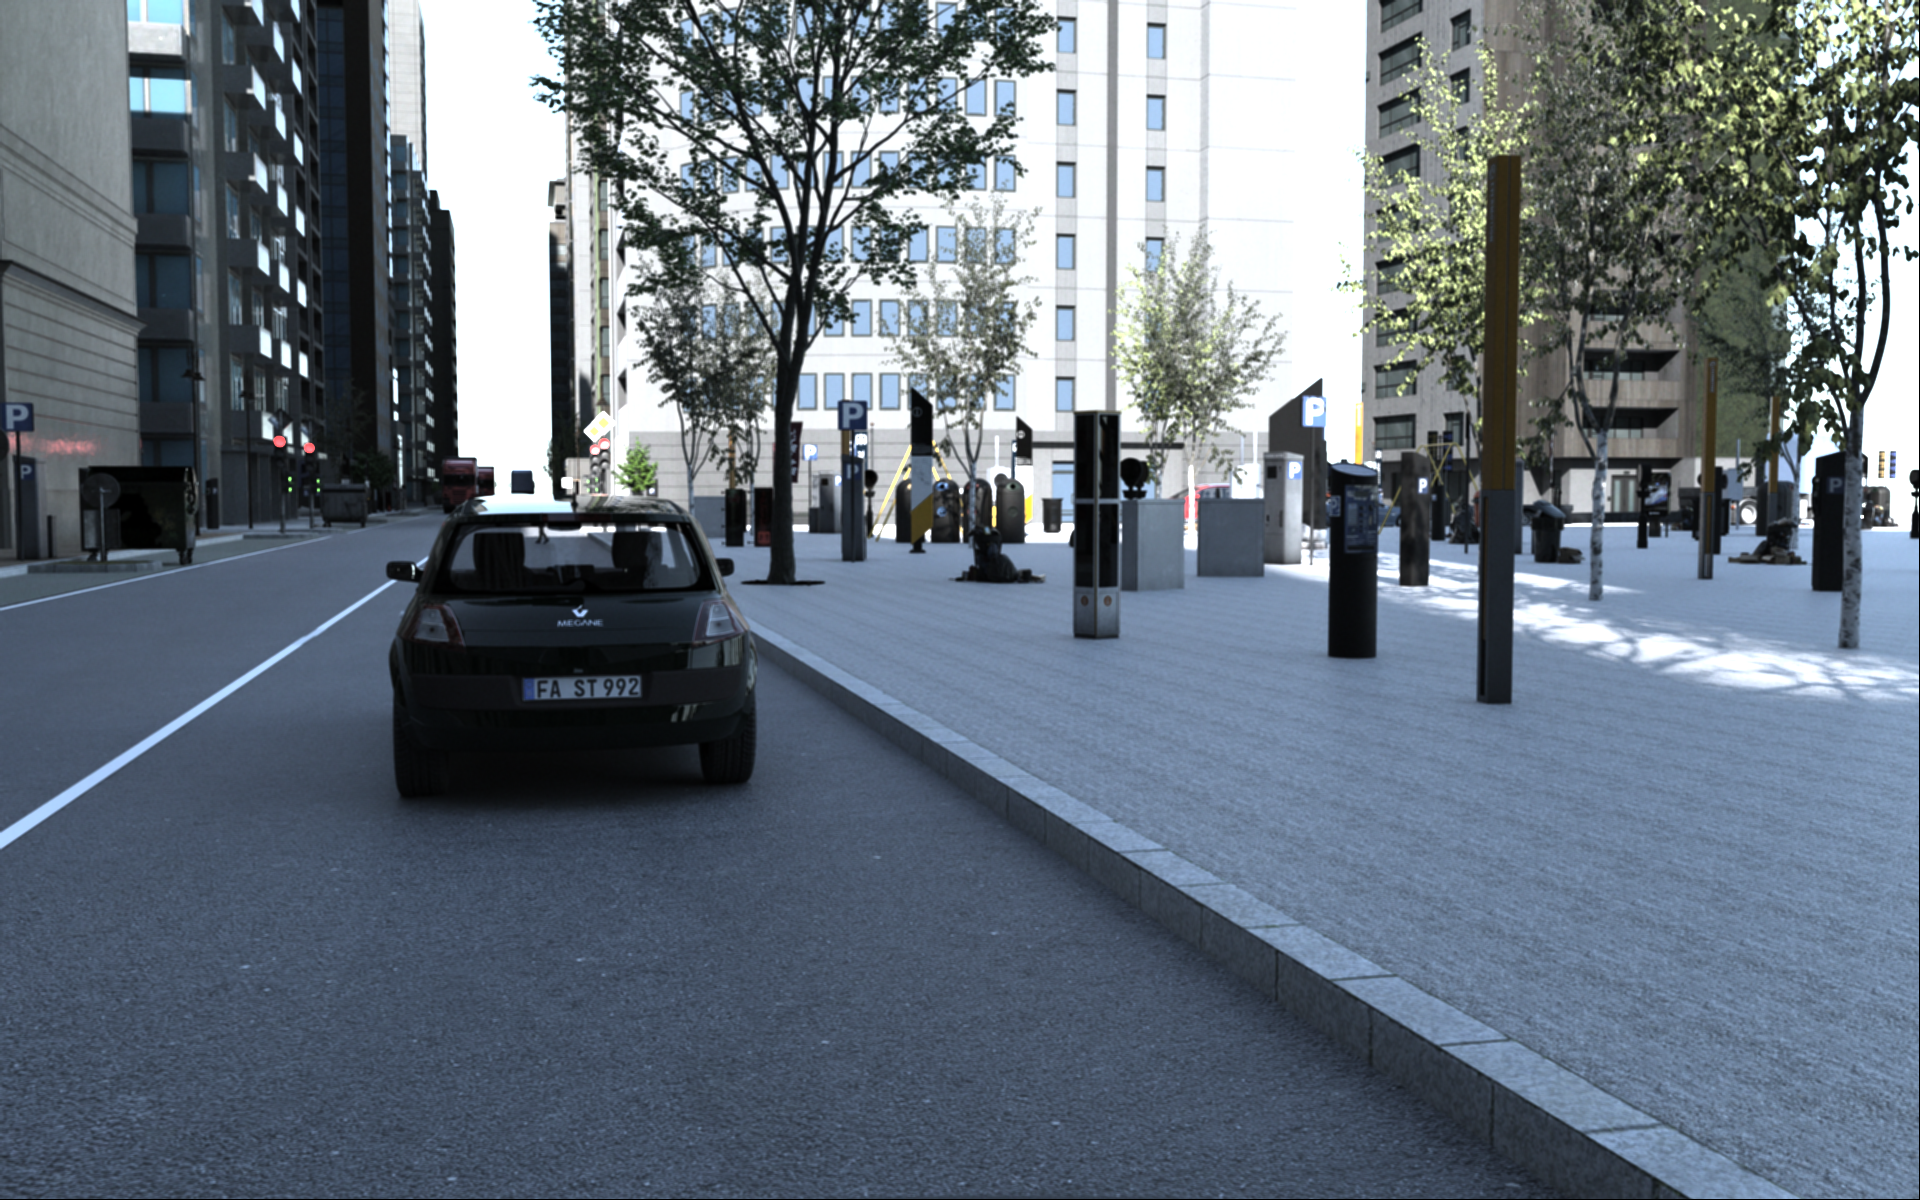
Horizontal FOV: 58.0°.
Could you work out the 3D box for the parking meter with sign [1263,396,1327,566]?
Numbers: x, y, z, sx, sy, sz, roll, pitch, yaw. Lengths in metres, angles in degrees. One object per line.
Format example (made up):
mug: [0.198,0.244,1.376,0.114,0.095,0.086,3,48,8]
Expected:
parking meter with sign: [5.909,-2.162,31.607,0.543,3.016,1.738,-2,4,-27]

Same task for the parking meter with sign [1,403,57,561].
parking meter with sign: [-18.164,-2.302,33.896,0.543,3.016,1.738,-1,4,-13]

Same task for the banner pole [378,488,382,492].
banner pole: [-43.385,-8.532,129.514,0.863,3.779,0.401,2,4,33]

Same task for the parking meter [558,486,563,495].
parking meter: [-30.689,-7.807,133.356,0.399,1.863,0.255,0,4,-4]

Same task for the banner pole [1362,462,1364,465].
banner pole: [22.737,-6.561,97.297,0.401,3.779,0.863,3,5,41]

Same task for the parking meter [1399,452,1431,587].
parking meter: [6.350,-1.128,24.147,0.399,1.863,0.255,-3,4,-37]

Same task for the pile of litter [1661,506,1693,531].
pile of litter: [25.499,-2.864,60.791,1.719,0.858,1.176,3,4,37]

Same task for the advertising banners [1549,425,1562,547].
advertising banners: [13.977,-2.722,40.690,0.090,3.025,2.074,1,4,13]

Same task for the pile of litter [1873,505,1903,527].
pile of litter: [35.516,-3.247,67.056,1.176,0.858,1.719,-3,5,-44]

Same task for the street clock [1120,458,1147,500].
street clock: [3.424,-1.846,34.754,0.471,2.002,0.358,1,4,17]

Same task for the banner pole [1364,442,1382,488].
banner pole: [19.937,-5.686,82.989,0.863,3.779,0.401,-3,4,-36]

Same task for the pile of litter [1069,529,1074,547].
pile of litter: [3.289,-1.723,42.135,1.176,0.858,1.719,3,5,40]

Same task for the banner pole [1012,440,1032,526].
banner pole: [2.514,-4.930,70.627,0.863,3.779,0.401,1,4,10]

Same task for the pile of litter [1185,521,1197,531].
pile of litter: [8.276,-2.855,60.639,1.176,0.858,1.719,0,4,7]

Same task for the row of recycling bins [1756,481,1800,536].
row of recycling bins: [25.452,-2.866,53.965,1.069,1.692,3.534,2,4,33]

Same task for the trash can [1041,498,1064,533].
trash can: [3.018,-2.751,56.630,0.748,1.137,0.748,0,3,0]

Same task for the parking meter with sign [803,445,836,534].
parking meter with sign: [-4.215,-3.685,56.509,1.738,3.016,0.543,3,4,37]

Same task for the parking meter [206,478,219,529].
parking meter: [-27.268,-3.513,63.150,0.255,1.863,0.399,1,4,19]

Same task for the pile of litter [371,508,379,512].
pile of litter: [-42.170,-6.682,123.213,1.719,0.858,1.176,-1,4,-22]

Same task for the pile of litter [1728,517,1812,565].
pile of litter: [14.958,-1.101,31.966,1.176,0.858,1.719,0,4,-4]

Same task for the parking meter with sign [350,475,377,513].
parking meter with sign: [-41.005,-7.508,119.019,1.738,3.016,0.543,-1,4,-18]

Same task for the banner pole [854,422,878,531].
banner pole: [-3.295,-4.313,60.538,0.863,3.779,0.401,0,4,2]

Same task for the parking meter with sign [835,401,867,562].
parking meter with sign: [-2.024,-2.264,33.275,0.543,3.016,1.738,0,4,-1]

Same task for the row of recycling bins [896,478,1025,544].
row of recycling bins: [-0.001,-2.355,45.614,3.534,1.692,1.069,1,4,13]

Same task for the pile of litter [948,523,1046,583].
pile of litter: [0.551,-0.707,25.530,1.176,0.858,1.719,-2,4,-27]

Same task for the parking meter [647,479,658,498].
parking meter: [-11.918,-3.753,67.079,0.399,1.863,0.255,0,4,0]

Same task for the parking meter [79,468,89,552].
parking meter: [-19.417,-2.015,38.652,0.399,1.863,0.255,2,4,27]

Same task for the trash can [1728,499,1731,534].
trash can: [23.399,-2.555,53.427,0.748,1.137,0.748,0,3,0]

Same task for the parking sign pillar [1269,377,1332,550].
parking sign pillar: [7.898,-3.183,40.517,1.447,3.967,1.447,2,4,35]

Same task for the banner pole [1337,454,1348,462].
banner pole: [23.680,-7.191,107.588,0.863,3.779,0.401,0,4,-1]

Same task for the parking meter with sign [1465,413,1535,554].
parking meter with sign: [11.725,-2.497,37.085,1.738,3.016,0.543,1,4,19]

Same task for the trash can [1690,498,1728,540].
trash can: [20.615,-2.221,47.962,0.748,1.137,0.748,0,3,0]

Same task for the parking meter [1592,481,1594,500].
parking meter: [24.585,-3.732,66.722,0.399,1.863,0.255,0,4,-5]

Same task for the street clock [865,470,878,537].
street clock: [-2.687,-2.870,51.498,0.471,2.002,0.358,0,4,3]

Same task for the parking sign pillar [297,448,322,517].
parking sign pillar: [-37.018,-6.722,98.379,1.447,3.967,1.447,1,4,21]

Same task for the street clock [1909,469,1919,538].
street clock: [27.672,-2.786,50.118,0.358,2.002,0.471,0,4,-2]

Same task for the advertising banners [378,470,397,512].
advertising banners: [-42.103,-8.036,127.572,0.090,3.025,2.074,1,4,22]

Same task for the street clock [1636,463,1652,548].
street clock: [16.159,-2.226,40.960,0.358,2.002,0.471,0,4,5]

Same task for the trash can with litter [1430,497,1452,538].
trash can with litter: [14.513,-2.421,50.636,2.233,1.210,1.678,0,4,-1]

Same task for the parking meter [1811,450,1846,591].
parking meter: [11.494,-1.051,22.895,0.399,1.863,0.255,0,4,6]

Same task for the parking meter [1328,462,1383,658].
parking meter: [3.100,-0.320,13.647,0.372,1.533,0.369,0,3,0]

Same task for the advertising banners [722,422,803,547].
advertising banners: [-4.797,-2.805,42.051,2.074,3.025,0.090,1,4,13]

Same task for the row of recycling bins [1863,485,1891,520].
row of recycling bins: [44.184,-4.721,84.295,1.069,1.692,3.534,0,4,3]

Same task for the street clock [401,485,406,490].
street clock: [-43.846,-8.071,136.524,0.358,2.002,0.471,-2,4,-31]

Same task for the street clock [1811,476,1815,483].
street clock: [32.515,-3.734,65.622,0.471,2.002,0.358,-1,4,-9]

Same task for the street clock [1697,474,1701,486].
street clock: [24.731,-3.236,57.484,0.471,2.002,0.358,0,4,8]

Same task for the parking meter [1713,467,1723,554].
parking meter: [16.080,-1.911,36.949,0.255,1.863,0.399,1,4,13]

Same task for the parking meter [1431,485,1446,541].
parking meter: [13.204,-2.408,47.784,0.372,1.533,0.369,0,3,0]

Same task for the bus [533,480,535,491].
bus: [-67.919,-17.070,270.648,2.896,3.916,12.252,-1,4,-15]

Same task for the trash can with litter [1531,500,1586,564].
trash can with litter: [11.182,-1.279,32.292,0.624,1.170,1.055,-2,4,-33]

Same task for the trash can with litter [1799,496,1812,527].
trash can with litter: [33.755,-3.558,69.236,2.233,1.210,1.678,-1,4,-20]
